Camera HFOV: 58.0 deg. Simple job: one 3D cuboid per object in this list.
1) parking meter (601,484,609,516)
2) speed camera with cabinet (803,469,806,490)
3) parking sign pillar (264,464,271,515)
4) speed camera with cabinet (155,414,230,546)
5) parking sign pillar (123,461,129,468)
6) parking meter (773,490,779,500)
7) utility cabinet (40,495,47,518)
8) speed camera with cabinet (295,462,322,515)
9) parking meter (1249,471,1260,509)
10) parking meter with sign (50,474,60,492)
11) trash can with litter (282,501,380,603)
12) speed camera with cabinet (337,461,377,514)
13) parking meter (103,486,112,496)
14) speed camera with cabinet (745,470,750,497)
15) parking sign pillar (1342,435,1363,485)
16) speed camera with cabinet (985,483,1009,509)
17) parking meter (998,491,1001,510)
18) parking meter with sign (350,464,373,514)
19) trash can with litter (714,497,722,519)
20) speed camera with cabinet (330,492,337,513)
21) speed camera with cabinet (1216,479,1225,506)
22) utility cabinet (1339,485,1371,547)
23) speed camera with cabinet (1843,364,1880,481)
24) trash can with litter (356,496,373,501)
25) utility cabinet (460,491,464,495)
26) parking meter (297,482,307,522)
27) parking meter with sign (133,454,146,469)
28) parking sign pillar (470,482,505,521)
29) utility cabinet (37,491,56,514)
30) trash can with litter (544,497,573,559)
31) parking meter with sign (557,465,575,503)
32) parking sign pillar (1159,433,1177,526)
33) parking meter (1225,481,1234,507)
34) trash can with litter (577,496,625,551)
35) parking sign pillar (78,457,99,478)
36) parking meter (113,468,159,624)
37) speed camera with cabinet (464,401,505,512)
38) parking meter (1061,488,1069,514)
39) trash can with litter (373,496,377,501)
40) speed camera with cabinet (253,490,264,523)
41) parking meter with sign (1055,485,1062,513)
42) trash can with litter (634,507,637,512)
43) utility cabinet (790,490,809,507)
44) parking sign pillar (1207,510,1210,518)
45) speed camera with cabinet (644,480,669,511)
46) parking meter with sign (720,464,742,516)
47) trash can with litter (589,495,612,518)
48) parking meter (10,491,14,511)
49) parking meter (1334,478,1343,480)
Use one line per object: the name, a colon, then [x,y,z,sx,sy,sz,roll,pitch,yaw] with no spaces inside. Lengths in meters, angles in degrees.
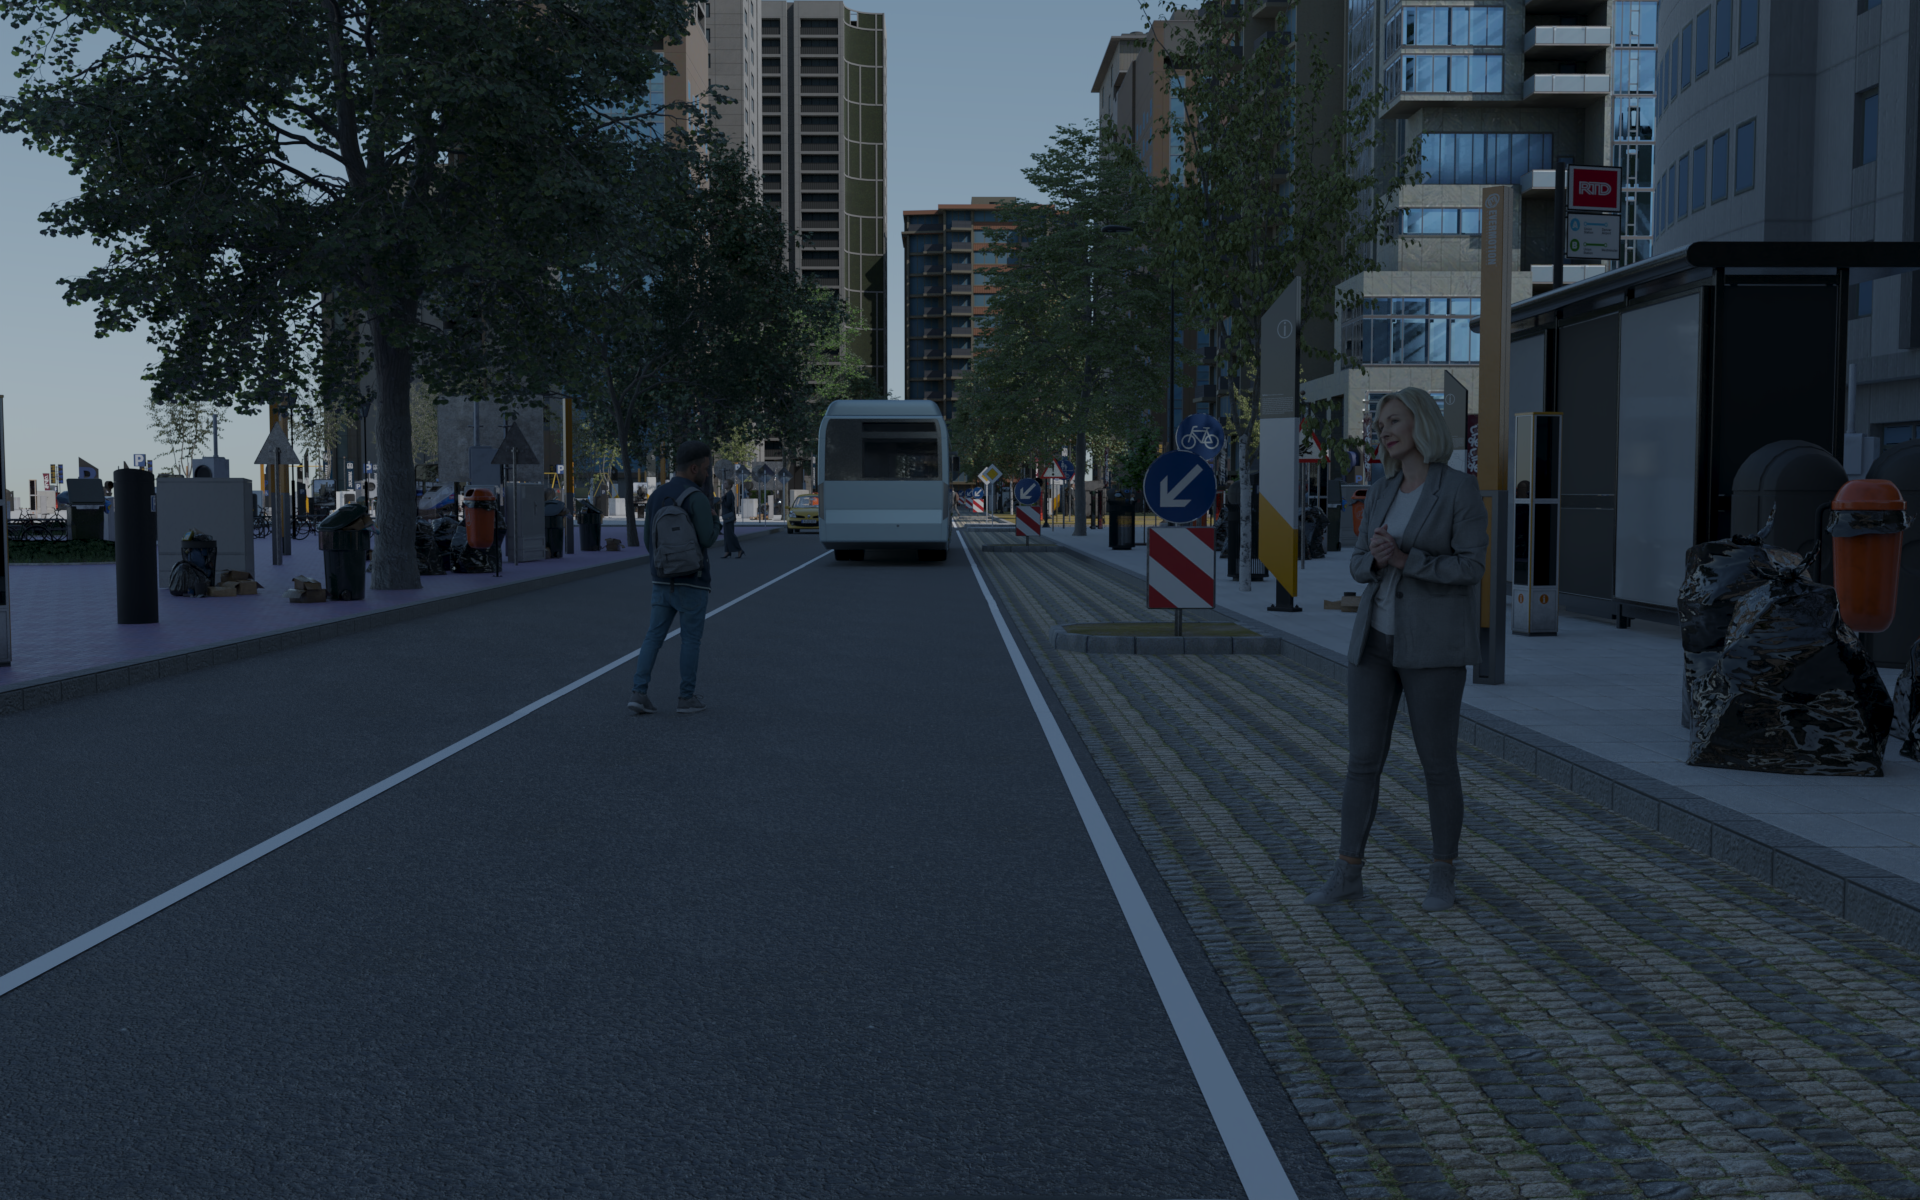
parking meter: [-20.325,-5.714,99.137,0.399,1.863,0.255,1,4,17]
speed camera with cabinet: [-12.931,-8.871,139.370,0.660,3.252,2.038,-1,4,-20]
parking sign pillar: [-42.360,-7.255,107.090,1.447,3.967,1.447,2,4,30]
speed camera with cabinet: [-19.118,-2.971,42.919,2.038,3.252,0.660,1,4,18]
parking sign pillar: [-67.956,-9.376,141.767,1.447,3.967,1.447,0,4,-4]
parking meter: [-11.582,-6.323,109.092,0.255,1.863,0.399,2,4,28]
utility cabinet: [-48.495,-4.924,91.676,0.306,1.237,1.020,-2,4,-27]
speed camera with cabinet: [-40.380,-6.914,107.372,0.660,3.252,2.038,2,4,35]
parking meter: [7.356,-2.289,43.128,0.399,1.863,0.255,-2,4,-30]
parking meter with sign: [-77.049,-9.238,147.298,1.738,3.016,0.543,2,4,30]
trash can with litter: [-7.518,-0.570,20.701,0.624,1.170,1.055,2,4,31]
speed camera with cabinet: [-36.061,-6.693,103.774,2.038,3.252,0.660,-2,4,-31]
parking meter: [-50.680,-5.951,103.016,0.399,1.863,0.255,-2,4,-33]
speed camera with cabinet: [-17.705,-8.901,139.863,2.038,3.252,0.660,-1,4,-10]
parking sign pillar: [17.779,-5.500,78.396,1.447,3.967,1.447,-1,4,-12]
speed camera with cabinet: [3.125,-9.289,146.217,2.038,3.252,0.660,-1,4,-11]
parking meter: [3.192,-7.967,138.664,0.372,1.533,0.369,0,3,0]
parking meter with sign: [-34.118,-6.262,98.651,0.543,3.016,1.738,1,4,11]
trash can with litter: [-10.773,-3.909,75.291,0.624,1.170,1.055,2,4,25]
speed camera with cabinet: [-43.233,-7.608,118.723,0.660,3.252,2.038,3,5,40]
speed camera with cabinet: [14.766,-6.386,98.750,0.660,3.252,2.038,-3,5,-43]
utility cabinet: [9.502,-2.014,41.608,1.173,1.500,0.318,-2,4,-27]
speed camera with cabinet: [14.257,-1.949,26.200,2.038,3.252,0.660,3,4,36]
trash can with litter: [-33.552,-5.234,96.968,0.624,1.170,1.055,0,4,3]
utility cabinet: [-40.609,-8.208,142.873,0.318,1.500,1.173,3,5,39]
parking meter: [-30.764,-4.602,80.960,0.399,1.863,0.255,-3,4,-36]
parking meter with sign: [-35.740,-4.781,74.423,0.543,3.016,1.738,1,4,10]
parking sign pillar: [-16.795,-4.473,61.613,1.447,3.967,1.447,1,4,23]
utility cabinet: [-58.595,-6.254,110.932,0.318,1.500,1.173,3,4,37]
trash can with litter: [-8.149,-1.404,34.344,0.624,1.170,1.055,0,4,8]
parking meter with sign: [-23.483,-6.568,103.639,0.543,3.016,1.738,1,4,13]
parking sign pillar: [8.335,-4.744,66.031,1.447,3.967,1.447,-1,4,-19]
parking meter: [11.651,-4.235,74.961,0.255,1.863,0.399,2,4,30]
trash can with litter: [-8.086,-1.691,39.027,1.055,1.170,0.624,0,4,1]
parking sign pillar: [-62.740,-8.333,124.714,1.447,3.967,1.447,-1,4,-13]
parking meter: [-8.179,-0.537,17.192,0.372,1.533,0.369,0,3,0]
speed camera with cabinet: [-9.000,-2.352,32.794,0.660,3.252,2.038,-1,4,-11]
parking meter: [6.779,-6.508,112.117,0.399,1.863,0.255,1,4,16]
trash can with litter: [-32.699,-5.276,97.648,0.624,1.170,1.055,0,4,4]
speed camera with cabinet: [-30.828,-5.036,76.670,2.038,3.252,0.660,-1,4,-15]
parking meter with sign: [6.993,-7.613,120.734,0.543,3.016,1.738,2,4,26]
trash can with litter: [-22.875,-6.713,121.147,0.624,1.170,1.055,1,4,18]
utility cabinet: [-8.407,-5.026,90.852,0.318,1.500,1.173,2,4,35]
parking sign pillar: [12.843,-6.416,93.381,1.447,3.967,1.447,-2,4,-31]
speed camera with cabinet: [-23.341,-8.440,132.329,2.038,3.252,0.660,2,4,28]
parking meter with sign: [-13.370,-6.320,99.600,0.543,3.016,1.738,3,5,41]
trash can with litter: [-19.678,-5.019,93.119,2.233,1.210,1.678,3,4,39]
parking meter: [-70.878,-7.398,129.374,0.372,1.533,0.369,0,3,0]
parking meter: [13.382,-3.406,61.402,0.255,1.863,0.399,2,4,32]
